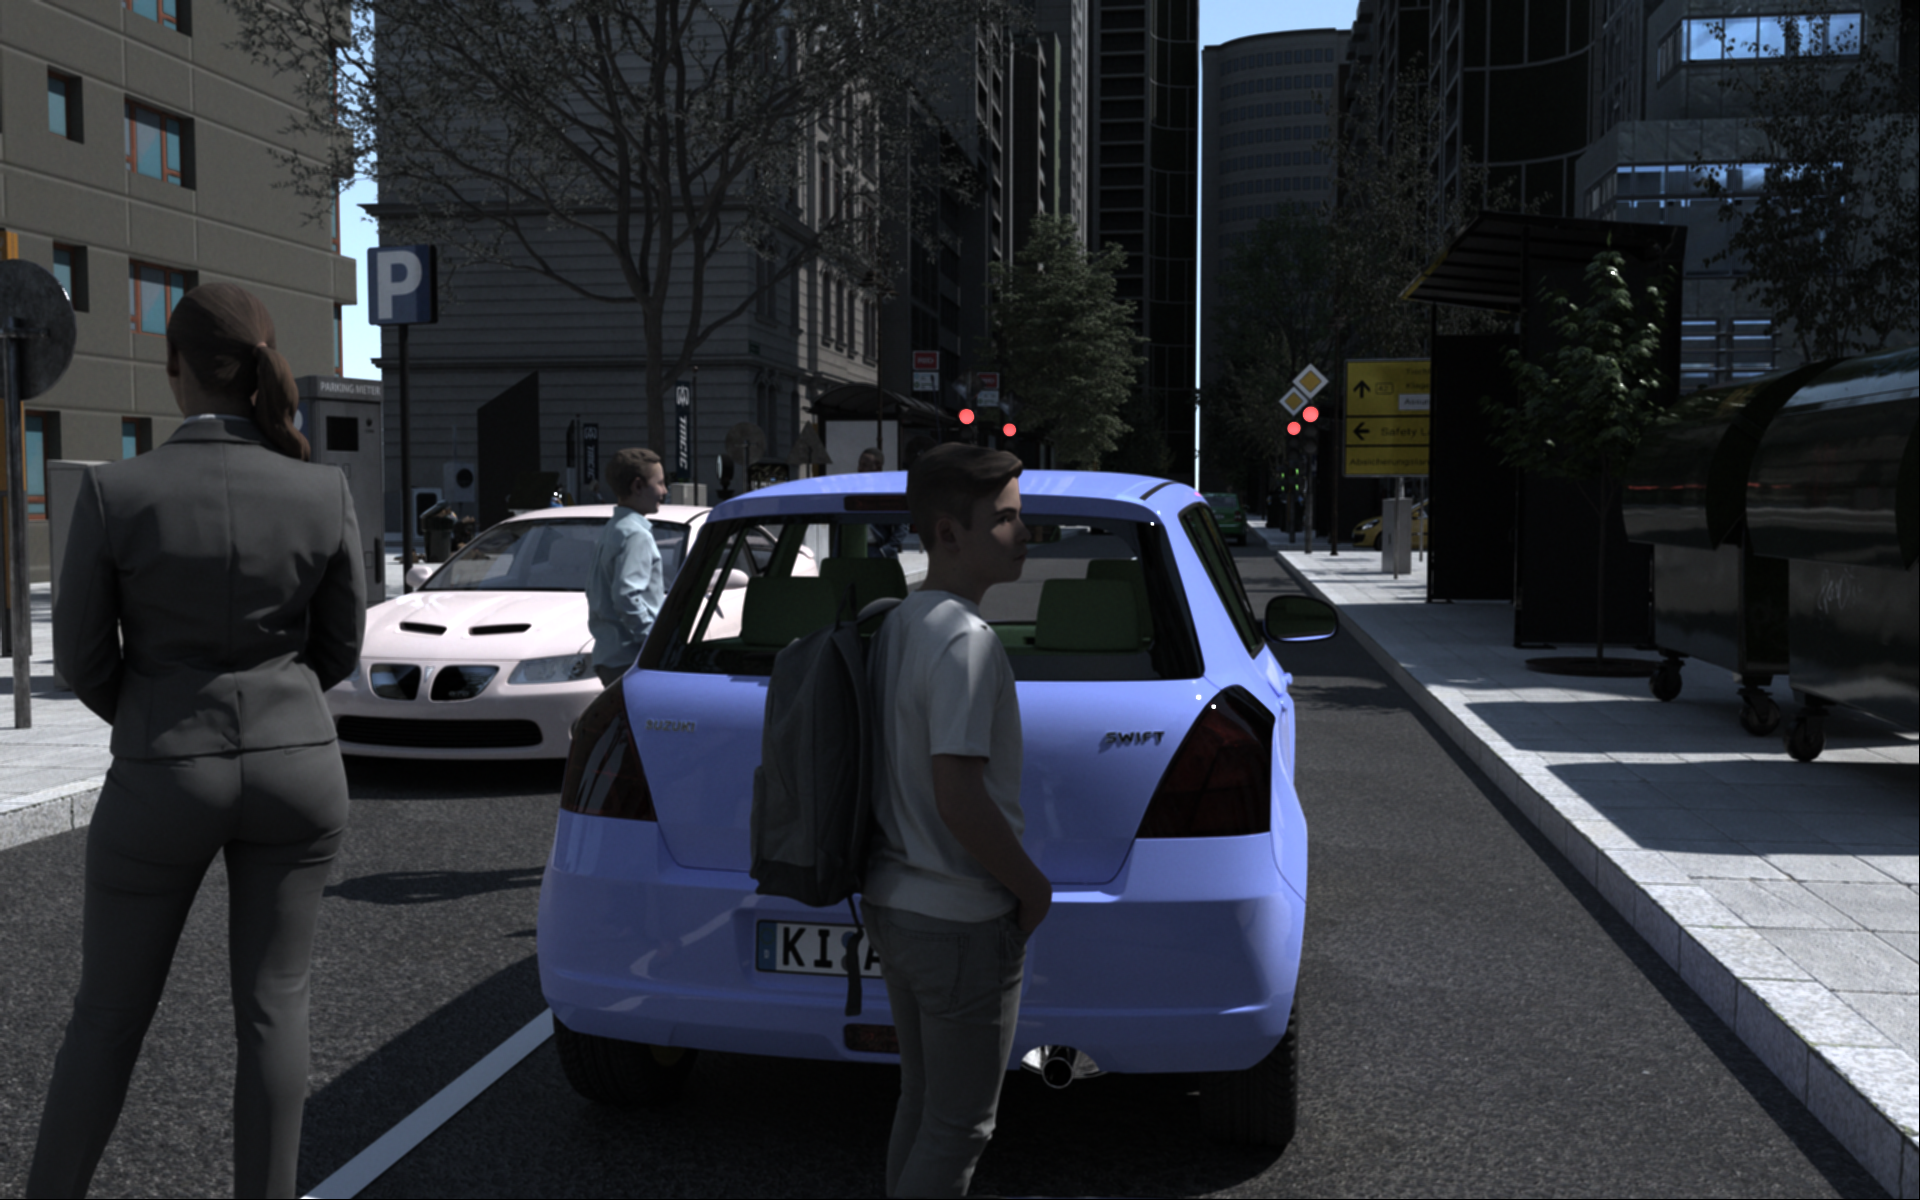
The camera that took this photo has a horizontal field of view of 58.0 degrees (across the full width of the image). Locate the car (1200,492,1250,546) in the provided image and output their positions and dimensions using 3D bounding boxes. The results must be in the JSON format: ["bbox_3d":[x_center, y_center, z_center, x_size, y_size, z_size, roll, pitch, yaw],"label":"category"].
[{"bbox_3d":[7.256,-2.476,49.279,1.959,1.807,4.718,1,4,9],"label":"car"}]

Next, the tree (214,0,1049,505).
[{"bbox_3d":[-3.767,-6.806,21.652,12.009,13.543,11.850,0,3,0],"label":"tree"}]

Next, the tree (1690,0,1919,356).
[{"bbox_3d":[12.272,-4.522,24.301,4.360,8.622,3.978,0,3,0],"label":"tree"}]

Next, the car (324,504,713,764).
[{"bbox_3d":[-2.133,0.111,10.555,2.083,1.381,4.827,1,4,10],"label":"car"}]

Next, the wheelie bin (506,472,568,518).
[{"bbox_3d":[-5.948,-1.008,24.396,0.980,1.594,0.693,1,4,17],"label":"wheelie bin"}]

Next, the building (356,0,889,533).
[{"bbox_3d":[-11.250,-17.099,66.955,14.401,28.519,23.554,1,4,8],"label":"building"}]

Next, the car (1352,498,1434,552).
[{"bbox_3d":[11.334,-1.883,41.014,3.980,1.641,2.015,1,4,9],"label":"car"}]

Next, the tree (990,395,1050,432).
[{"bbox_3d":[3.570,-9.136,99.738,4.360,8.622,3.978,0,3,0],"label":"tree"}]

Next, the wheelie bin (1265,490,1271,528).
[{"bbox_3d":[11.895,-3.495,65.055,0.693,1.594,0.980,2,4,34],"label":"wheelie bin"}]

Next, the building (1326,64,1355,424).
[{"bbox_3d":[44.951,-32.213,176.798,14.600,45.320,14.200,1,4,8],"label":"building"}]

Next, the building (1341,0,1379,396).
[{"bbox_3d":[45.928,-32.675,153.845,23.786,49.044,30.456,1,4,8],"label":"building"}]

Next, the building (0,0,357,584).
[{"bbox_3d":[-28.209,-10.841,22.288,28.899,21.520,27.650,1,4,8],"label":"building"}]

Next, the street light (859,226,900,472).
[{"bbox_3d":[-1.397,-3.504,30.082,0.468,5.910,1.993,1,4,8],"label":"street light"}]

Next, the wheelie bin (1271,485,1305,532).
[{"bbox_3d":[11.190,-3.085,58.348,0.980,1.594,0.693,3,4,38],"label":"wheelie bin"}]

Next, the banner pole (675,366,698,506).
[{"bbox_3d":[-5.299,-2.678,33.796,0.401,3.779,0.863,2,4,28],"label":"banner pole"}]

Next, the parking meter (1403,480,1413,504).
[{"bbox_3d":[18.075,-3.932,70.004,0.399,1.863,0.255,0,4,-8],"label":"parking meter"}]

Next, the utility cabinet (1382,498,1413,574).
[{"bbox_3d":[7.082,-1.037,28.122,0.306,1.237,1.020,0,4,3],"label":"utility cabinet"}]

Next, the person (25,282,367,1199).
[{"bbox_3d":[-1.377,0.348,3.085,0.573,1.790,0.520,3,5,40],"label":"person"}]

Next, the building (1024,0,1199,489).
[{"bbox_3d":[19.830,-47.872,220.957,20.611,71.187,20.563,1,4,8],"label":"building"}]

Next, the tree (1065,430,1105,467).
[{"bbox_3d":[7.806,-10.137,116.105,4.360,8.622,3.978,0,3,0],"label":"tree"}]

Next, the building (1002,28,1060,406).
[{"bbox_3d":[0.999,-28.508,149.694,14.154,41.232,14.086,1,4,8],"label":"building"}]

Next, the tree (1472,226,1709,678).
[{"bbox_3d":[4.781,-1.099,12.572,1.663,3.219,1.824,0,3,0],"label":"tree"}]

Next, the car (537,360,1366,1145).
[{"bbox_3d":[0.165,0.267,5.226,1.945,1.707,3.694,1,4,10],"label":"car"}]

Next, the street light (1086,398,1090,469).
[{"bbox_3d":[5.935,-6.589,80.521,0.468,5.910,1.993,1,4,8],"label":"street light"}]

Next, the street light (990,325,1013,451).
[{"bbox_3d":[1.136,-4.565,47.422,0.468,5.910,1.993,1,4,8],"label":"street light"}]

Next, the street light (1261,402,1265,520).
[{"bbox_3d":[15.160,-6.949,86.400,0.468,5.910,1.993,1,4,8],"label":"street light"}]

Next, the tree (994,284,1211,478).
[{"bbox_3d":[6.179,-10.582,90.016,9.611,12.733,9.660,0,3,0],"label":"tree"}]

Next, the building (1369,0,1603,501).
[{"bbox_3d":[40.058,-42.203,128.272,20.563,71.187,20.611,1,4,8],"label":"building"}]

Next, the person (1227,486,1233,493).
[{"bbox_3d":[9.944,-3.350,63.944,0.731,1.740,0.598,3,5,41],"label":"person"}]

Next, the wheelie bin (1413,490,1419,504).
[{"bbox_3d":[22.432,-4.782,86.095,0.693,1.594,0.980,1,4,10],"label":"wheelie bin"}]

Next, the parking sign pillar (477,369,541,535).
[{"bbox_3d":[-9.756,-3.000,37.515,1.447,3.967,1.447,-1,4,-11],"label":"parking sign pillar"}]

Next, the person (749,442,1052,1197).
[{"bbox_3d":[-0.045,0.509,2.781,0.503,1.515,0.523,3,4,38],"label":"person"}]

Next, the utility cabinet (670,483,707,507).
[{"bbox_3d":[-5.635,-1.677,36.097,0.318,1.500,1.173,1,4,15],"label":"utility cabinet"}]

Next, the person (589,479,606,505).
[{"bbox_3d":[-8.971,-2.101,43.038,0.526,1.800,0.537,2,4,33],"label":"person"}]

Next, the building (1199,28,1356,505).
[{"bbox_3d":[44.489,-41.366,218.332,28.212,58.520,21.231,1,4,8],"label":"building"}]

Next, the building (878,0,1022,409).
[{"bbox_3d":[2.243,-45.327,179.352,20.611,71.187,20.563,1,4,8],"label":"building"}]

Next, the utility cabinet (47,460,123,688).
[{"bbox_3d":[-5.643,-0.190,11.779,0.318,1.500,1.173,1,4,10],"label":"utility cabinet"}]

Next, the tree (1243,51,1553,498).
[{"bbox_3d":[7.621,-4.826,29.267,4.360,8.622,3.978,0,3,0],"label":"tree"}]

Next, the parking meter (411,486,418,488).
[{"bbox_3d":[-16.506,-2.693,52.439,0.372,1.533,0.369,0,3,0],"label":"parking meter"}]

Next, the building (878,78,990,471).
[{"bbox_3d":[-7.297,-16.814,93.977,14.314,24.678,30.058,1,4,8],"label":"building"}]

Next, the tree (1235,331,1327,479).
[{"bbox_3d":[14.681,-7.779,77.545,4.737,8.622,4.395,0,3,0],"label":"tree"}]

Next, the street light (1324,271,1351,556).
[{"bbox_3d":[7.821,-3.868,36.030,0.468,5.910,1.993,1,4,8],"label":"street light"}]

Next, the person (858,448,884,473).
[{"bbox_3d":[-0.769,-0.320,13.923,0.721,1.800,0.419,1,4,18],"label":"person"}]

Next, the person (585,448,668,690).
[{"bbox_3d":[-1.226,0.233,6.505,0.330,1.601,0.589,-1,4,-15],"label":"person"}]

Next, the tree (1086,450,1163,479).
[{"bbox_3d":[9.105,-7.267,102.523,4.285,4.588,4.351,0,3,0],"label":"tree"}]

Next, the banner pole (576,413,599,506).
[{"bbox_3d":[-11.604,-3.899,53.764,0.863,3.779,0.401,-2,4,-26],"label":"banner pole"}]

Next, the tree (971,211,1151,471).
[{"bbox_3d":[3.943,-9.323,70.558,7.486,12.596,7.792,0,3,0],"label":"tree"}]

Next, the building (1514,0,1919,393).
[{"bbox_3d":[35.937,-45.644,58.946,31.000,86.520,22.319,1,4,8],"label":"building"}]

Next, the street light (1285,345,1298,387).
[{"bbox_3d":[10.326,-4.951,53.735,0.468,5.910,1.993,1,4,8],"label":"street light"}]
